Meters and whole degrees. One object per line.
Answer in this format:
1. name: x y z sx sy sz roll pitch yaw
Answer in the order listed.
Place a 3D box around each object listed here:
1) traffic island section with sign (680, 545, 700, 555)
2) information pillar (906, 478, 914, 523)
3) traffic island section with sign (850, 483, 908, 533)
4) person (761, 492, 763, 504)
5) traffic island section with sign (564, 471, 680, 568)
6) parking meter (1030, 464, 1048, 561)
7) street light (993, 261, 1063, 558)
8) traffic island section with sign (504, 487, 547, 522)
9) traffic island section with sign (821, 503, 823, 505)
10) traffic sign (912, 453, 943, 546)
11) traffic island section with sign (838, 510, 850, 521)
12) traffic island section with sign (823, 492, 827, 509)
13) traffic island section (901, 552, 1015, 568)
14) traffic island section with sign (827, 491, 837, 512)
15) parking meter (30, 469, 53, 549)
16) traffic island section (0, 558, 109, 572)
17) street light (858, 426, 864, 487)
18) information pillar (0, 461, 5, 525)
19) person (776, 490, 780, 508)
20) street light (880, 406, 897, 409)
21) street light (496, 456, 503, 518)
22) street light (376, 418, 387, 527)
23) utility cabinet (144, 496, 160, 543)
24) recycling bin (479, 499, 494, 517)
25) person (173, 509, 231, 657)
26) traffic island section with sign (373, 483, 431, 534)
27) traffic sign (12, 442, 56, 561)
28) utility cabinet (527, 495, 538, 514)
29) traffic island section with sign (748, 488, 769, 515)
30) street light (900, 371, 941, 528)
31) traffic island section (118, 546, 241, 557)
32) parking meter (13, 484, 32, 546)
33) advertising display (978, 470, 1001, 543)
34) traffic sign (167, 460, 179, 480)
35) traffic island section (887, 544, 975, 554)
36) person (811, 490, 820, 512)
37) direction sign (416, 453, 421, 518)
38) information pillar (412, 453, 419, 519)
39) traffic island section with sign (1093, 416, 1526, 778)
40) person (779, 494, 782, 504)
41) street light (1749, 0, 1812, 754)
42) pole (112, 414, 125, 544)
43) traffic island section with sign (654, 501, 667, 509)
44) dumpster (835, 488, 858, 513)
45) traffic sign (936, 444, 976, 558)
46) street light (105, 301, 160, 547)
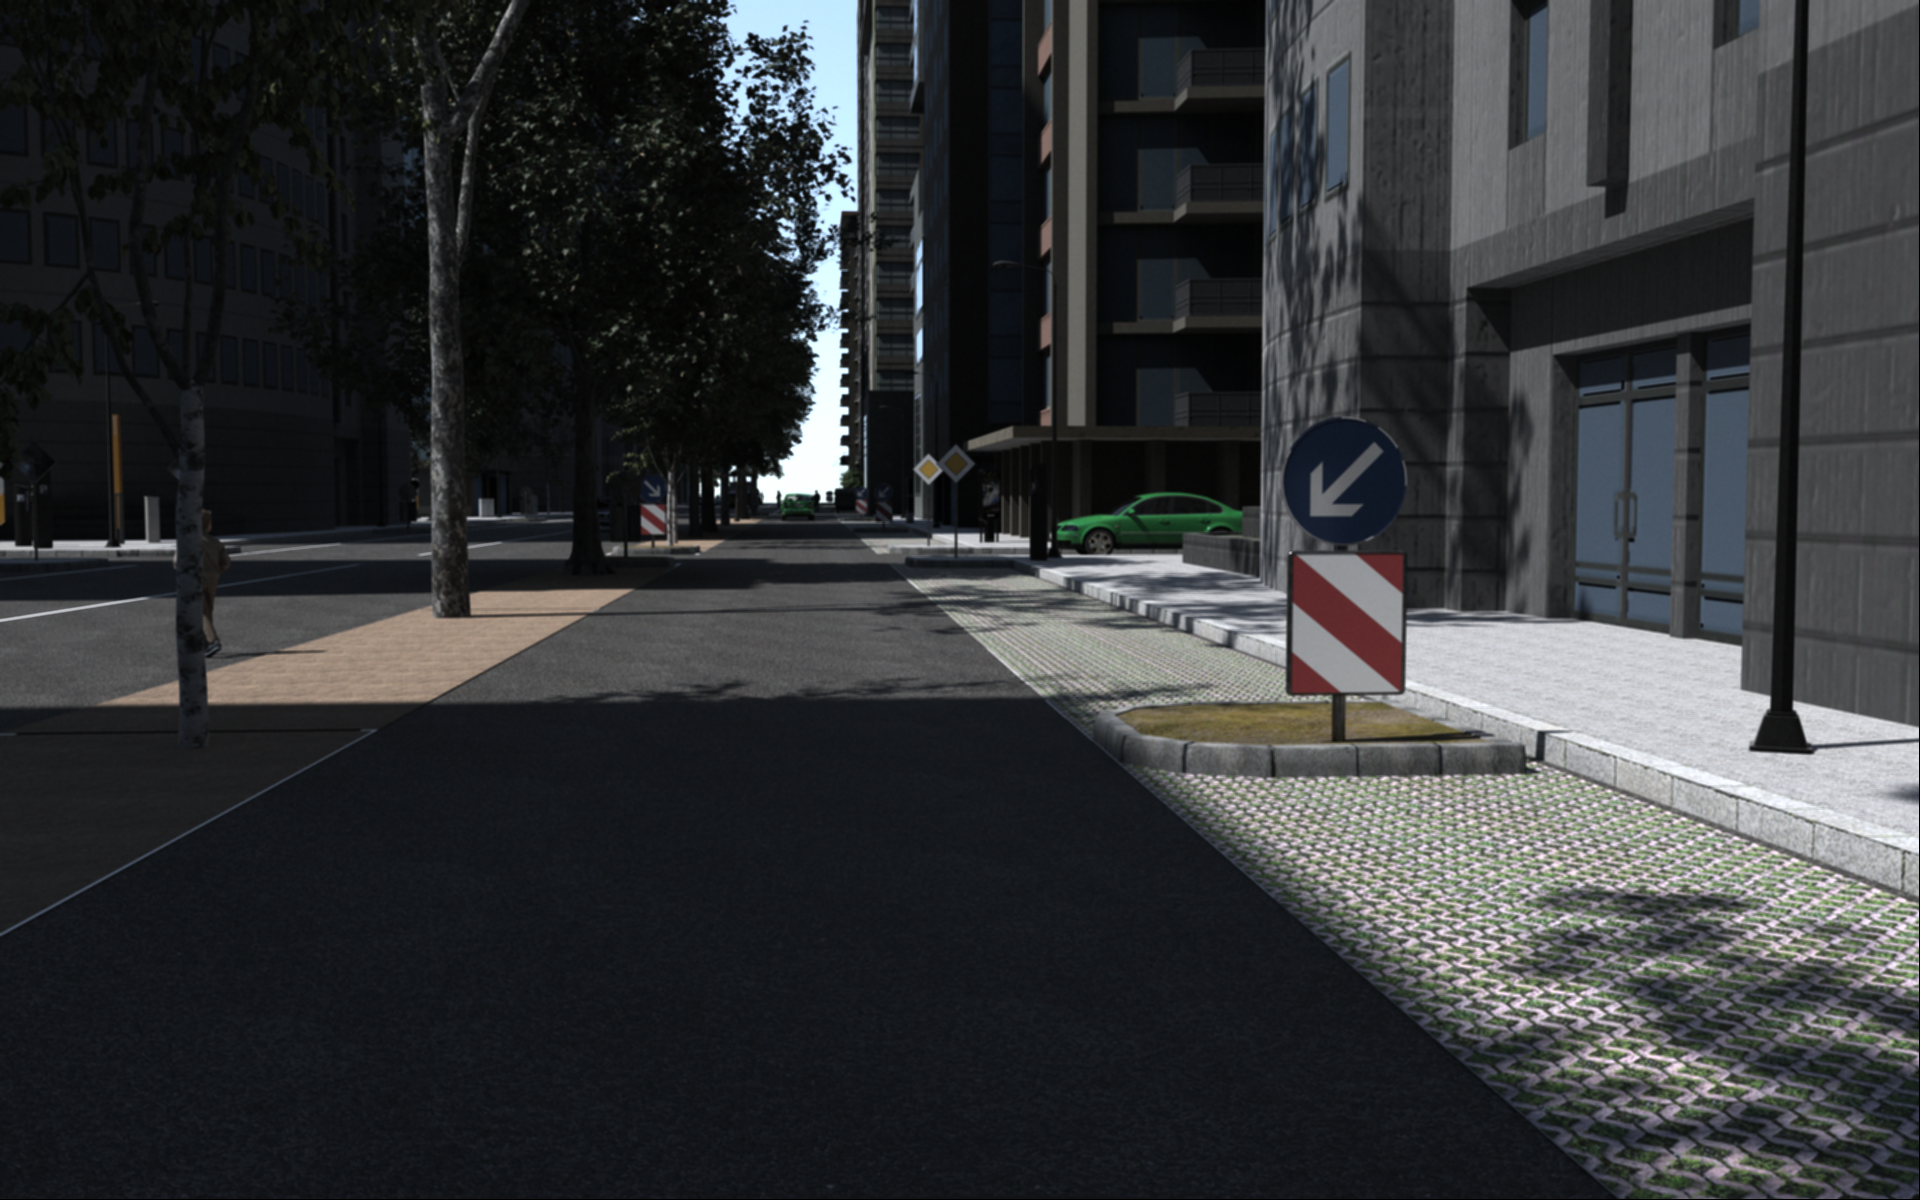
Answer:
1. traffic island section with sign: -7.351 -2.058 41.792 2.006 1.907 1.989 0 4 -5
2. information pillar: -2.227 -4.426 76.864 0.304 2.012 0.304 -1 4 -18
3. traffic island section with sign: -2.972 -3.416 64.485 1.989 1.847 2.006 0 4 -5
4. person: -27.481 -14.193 241.240 0.721 1.739 1.217 -2 4 -32
5. traffic island section with sign: -6.718 -1.607 34.411 2.006 1.907 1.989 0 4 -5
6. parking meter: 1.521 -1.699 33.496 0.255 1.863 0.399 -1 4 -15
7. street light: 1.360 -3.805 34.745 1.470 5.913 1.316 0 4 -5
8. traffic island section with sign: -22.761 -5.029 90.849 1.989 1.847 2.006 0 4 -5
9. traffic island section with sign: -16.883 -13.187 224.238 1.989 1.847 2.006 0 4 -5
10. traffic sign: -0.774 -2.384 42.625 0.795 2.450 0.064 0 4 -5
11. traffic island section with sign: -5.369 -5.092 91.881 1.989 1.847 2.006 0 4 -5
12. traffic island section with sign: -12.072 -9.809 169.009 1.989 1.847 2.006 0 4 -5
13. traffic island section: -0.059 -0.763 34.749 2.009 0.180 2.903 0 4 -5
14. traffic island section with sign: -9.734 -8.167 142.155 1.989 1.847 2.006 0 4 -5
15. parking meter: -21.690 -2.151 40.883 0.255 1.863 0.399 3 5 39
16. traffic island section: -17.734 -0.669 33.221 2.009 0.180 2.903 0 4 -5
17. street light: -5.974 -8.870 117.567 1.470 5.913 1.316 0 4 -5
18. information pillar: -25.169 -3.286 45.073 0.504 3.616 0.183 -1 4 -9
19. person: -18.969 -10.525 180.589 0.705 1.822 1.348 -1 4 -20
20. street light: -3.541 -7.280 91.569 1.470 5.913 1.316 0 4 -5
21. street light: -24.464 -7.417 93.810 1.470 5.913 1.316 0 4 -5
22. street light: -22.155 -5.826 67.801 1.470 5.913 1.316 0 4 -5
23. utility cabinet: -21.451 -2.132 46.021 0.306 1.237 1.020 -2 4 -29
24. recycling bin: -26.075 -5.066 95.383 0.722 1.027 0.722 -2 4 -24
25. person: -6.692 -0.153 15.276 0.640 1.303 0.475 3 5 40
26. traffic island section with sign: -20.404 -3.375 63.817 1.989 1.847 2.006 0 4 -5
27. traffic sign: -17.711 -1.805 33.162 0.795 2.450 0.064 0 4 -5
28. utility cabinet: -27.152 -6.036 109.854 0.306 1.237 1.020 1 4 14
29. traffic island section with sign: -13.874 -6.637 116.648 2.006 1.907 1.989 0 4 -5
30. street light: -1.426 -5.688 65.543 1.470 5.913 1.316 0 4 -5
31. traffic island section: -18.426 -1.156 41.177 2.009 0.180 2.903 0 4 -5
32. parking meter: -23.078 -2.094 42.651 0.372 1.533 0.369 0 3 0
33. advertising display: 0.785 -2.505 46.171 0.123 1.923 0.974 2 4 32
34. traffic sign: -18.404 -2.292 41.117 0.795 2.450 0.064 0 4 -5
35. traffic island section: -0.751 -1.249 42.704 2.009 0.180 2.903 0 4 -5
36. person: -11.856 -8.119 141.778 0.750 1.759 0.617 -3 4 -37
37. direction sign: -28.635 -6.074 91.314 0.379 3.537 0.876 -1 4 -13
38. information pillar: -28.475 -6.067 90.542 0.183 3.616 0.504 1 4 10
39. traffic island section with sign: 1.801 -0.062 9.647 1.989 1.847 2.006 0 4 -5
40. person: -26.973 -15.288 258.536 0.705 1.814 1.350 -3 5 -41
41. street light: 3.585 -2.199 8.488 1.470 5.913 1.316 0 4 -5
42. pole: -21.609 -3.096 44.460 0.158 3.312 0.155 0 3 0
43. traffic island section with sign: -29.439 -9.720 167.556 1.989 1.847 2.006 0 4 -5
44. dumpster: -8.565 -7.522 131.200 1.865 1.857 1.264 0 4 -6
45. traffic sign: -0.082 -1.898 34.670 0.795 2.450 0.064 0 4 -5
46. street light: -19.960 -4.235 41.782 1.470 5.913 1.316 0 4 -5
